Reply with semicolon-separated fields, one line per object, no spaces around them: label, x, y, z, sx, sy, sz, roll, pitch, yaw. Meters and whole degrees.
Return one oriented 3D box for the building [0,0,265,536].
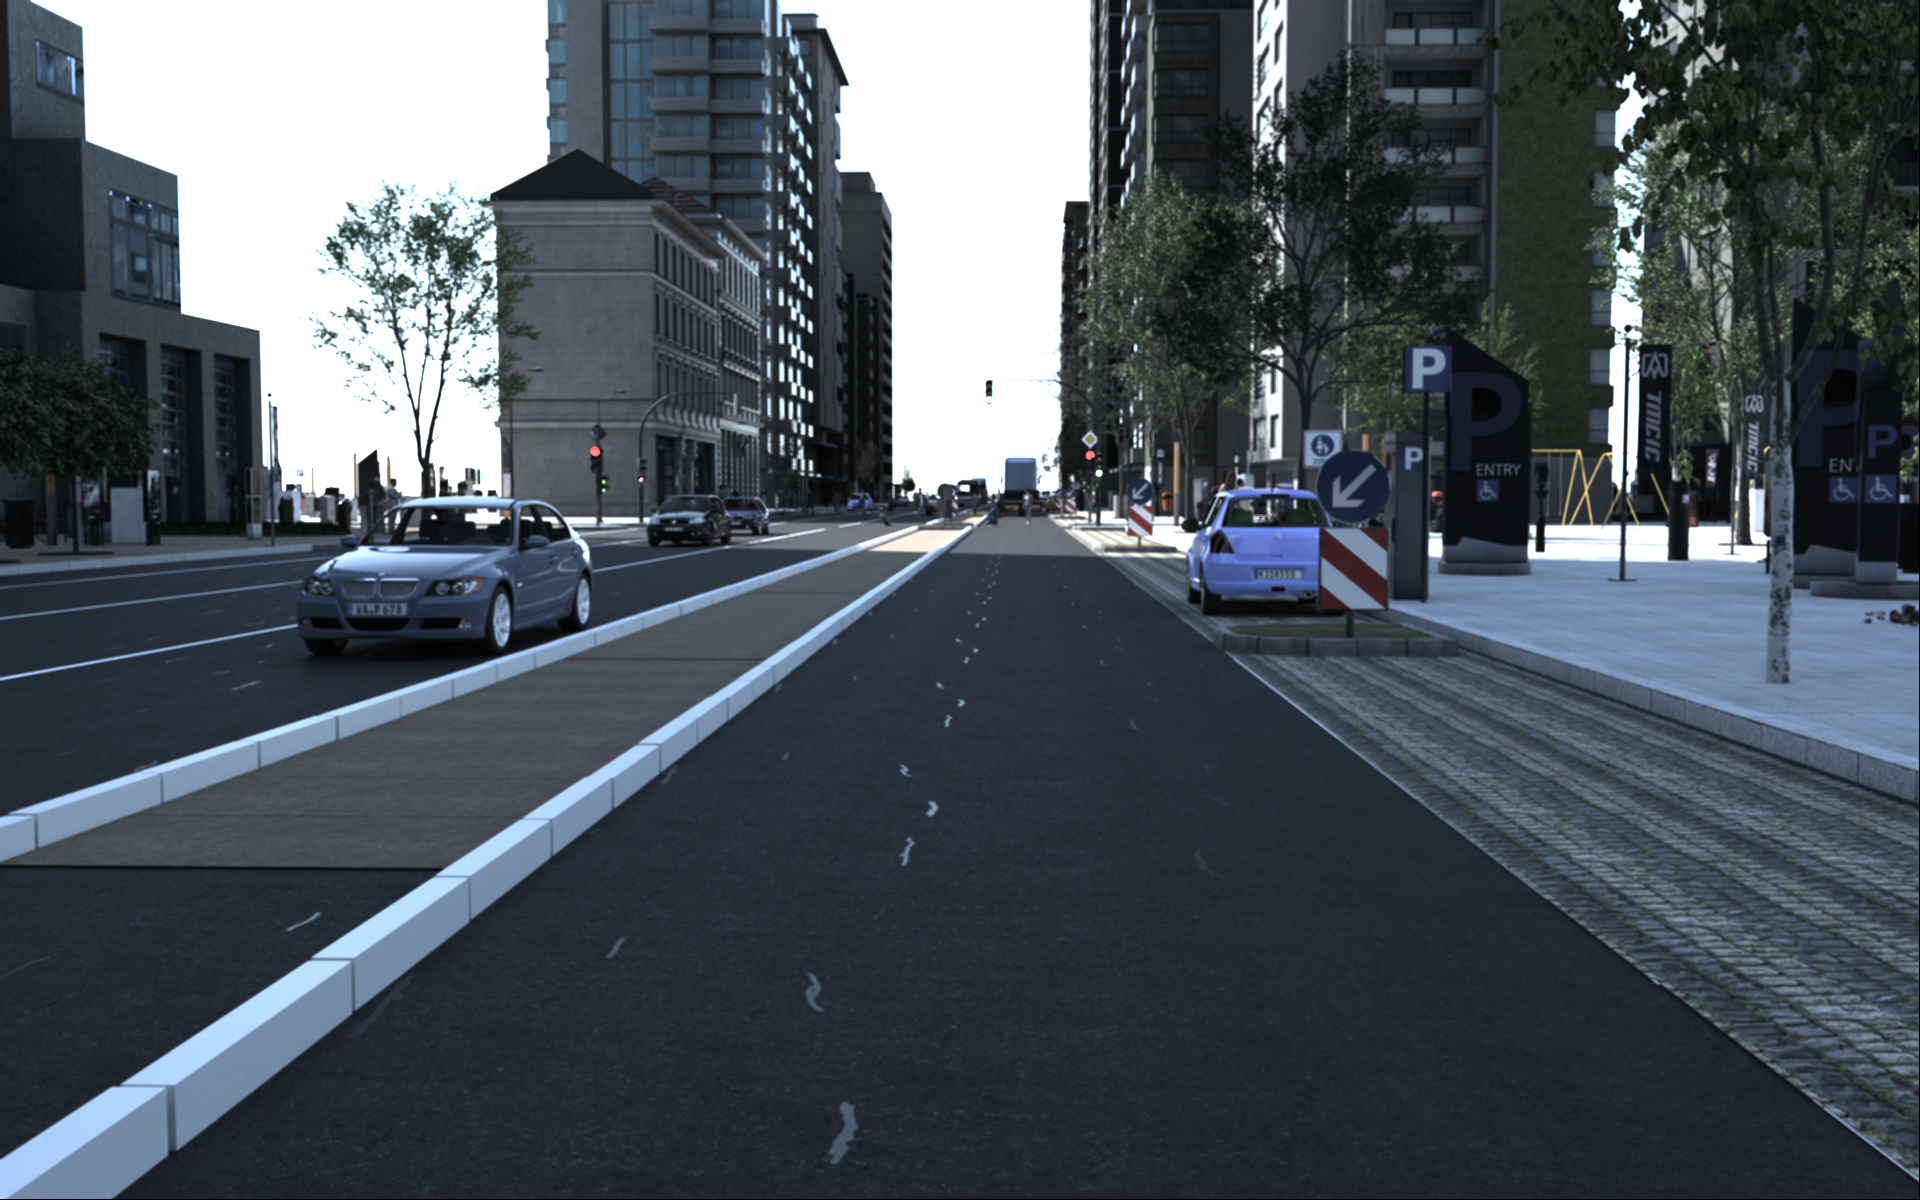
building;-43.273;-45.407;55.081;31.000;86.520;22.319;0;4;2

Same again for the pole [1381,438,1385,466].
pole;15.484;-4.252;63.357;0.158;3.312;0.155;0;3;0

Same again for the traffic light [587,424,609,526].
traffic light;-14.488;-4.914;69.270;0.839;4.253;0.868;0;4;2

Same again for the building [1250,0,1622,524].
building;21.478;-24.286;80.663;14.086;41.232;14.154;0;4;2

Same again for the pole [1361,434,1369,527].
pole;13.778;-3.982;58.944;0.158;3.312;0.155;0;3;0

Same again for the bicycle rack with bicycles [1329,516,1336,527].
bicycle rack with bicycles;10.329;-2.538;54.885;2.852;0.926;2.925;-2;4;-28

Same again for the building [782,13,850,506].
building;-27.828;-37.127;196.271;28.713;52.752;27.495;0;4;2

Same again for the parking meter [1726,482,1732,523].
parking meter;33.730;-4.281;75.701;0.399;1.863;0.255;0;4;5

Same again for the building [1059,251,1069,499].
building;24.495;-39.950;303.300;14.600;45.320;14.200;0;4;2

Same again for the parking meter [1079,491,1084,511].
parking meter;9.050;-7.373;128.954;0.372;1.533;0.369;0;3;0

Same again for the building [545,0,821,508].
building;-26.349;-33.504;167.398;23.786;49.044;30.456;0;4;2

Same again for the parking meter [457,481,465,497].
parking meter;-22.580;-4.446;78.409;0.255;1.863;0.399;0;4;5

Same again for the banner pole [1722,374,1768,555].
banner pole;16.480;-2.833;36.344;0.863;3.779;0.401;0;4;-1

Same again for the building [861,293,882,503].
building;-18.629;-28.955;245.107;14.160;30.474;14.107;0;4;2

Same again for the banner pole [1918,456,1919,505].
banner pole;25.995;-3.449;46.406;0.863;3.779;0.401;3;4;37

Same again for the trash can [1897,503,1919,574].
trash can;15.573;-1.006;28.106;0.748;1.137;0.748;0;3;0

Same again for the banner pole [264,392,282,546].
banner pole;-17.015;-3.239;42.982;0.401;3.779;0.863;0;4;-4

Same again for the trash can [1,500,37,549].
trash can;-22.244;-1.793;40.965;0.748;1.137;0.748;0;3;0

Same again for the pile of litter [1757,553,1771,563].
pile of litter;15.638;-1.099;31.929;1.176;0.858;1.719;-2;4;-29

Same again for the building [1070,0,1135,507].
building;24.335;-47.491;214.725;20.563;71.187;20.611;0;4;2

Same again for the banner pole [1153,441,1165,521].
banner pole;9.230;-5.561;80.946;0.863;3.779;0.401;3;5;44

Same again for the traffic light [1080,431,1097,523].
traffic light;5.731;-5.363;76.598;0.839;4.253;0.868;0;4;2

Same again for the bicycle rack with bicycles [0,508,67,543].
bicycle rack with bicycles;-25.246;-1.980;45.756;2.852;0.926;2.925;1;4;10

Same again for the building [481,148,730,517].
building;-21.624;-15.152;98.637;10.553;20.767;40.483;0;4;2

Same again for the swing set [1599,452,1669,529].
swing set;24.906;-4.122;65.010;2.862;2.851;3.119;0;4;-4

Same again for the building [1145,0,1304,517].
building;18.152;-20.366;104.692;14.160;30.474;14.107;0;4;2

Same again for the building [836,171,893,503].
building;-21.576;-39.090;262.819;21.300;48.544;21.600;0;4;2

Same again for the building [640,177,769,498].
building;-21.093;-18.338;128.710;11.050;23.489;19.941;0;4;2

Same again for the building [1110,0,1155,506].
building;24.074;-31.472;134.169;23.786;49.044;30.456;0;4;2

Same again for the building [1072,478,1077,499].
building;28.829;-30.665;193.247;32.217;40.220;23.993;0;4;2

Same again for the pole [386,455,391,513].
pole;-30.026;-5.945;91.040;0.158;3.312;0.155;0;3;0

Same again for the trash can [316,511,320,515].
trash can;-35.539;-5.181;96.359;0.748;1.137;0.748;0;3;0

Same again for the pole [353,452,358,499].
pole;-29.608;-5.563;84.802;0.158;3.312;0.155;0;3;0

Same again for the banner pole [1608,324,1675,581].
banner pole;10.048;-2.172;25.532;0.863;3.779;0.401;1;4;9

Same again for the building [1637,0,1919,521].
building;46.924;-39.388;82.249;20.611;71.187;20.563;0;4;2

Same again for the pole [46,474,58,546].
pole;-22.489;-2.995;42.819;0.158;3.312;0.155;0;3;0

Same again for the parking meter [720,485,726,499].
parking meter;-14.767;-6.253;107.944;0.255;1.863;0.399;-3;4;-38

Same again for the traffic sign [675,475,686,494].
traffic sign;-15.280;-5.659;94.651;0.606;2.300;0.079;0;4;4

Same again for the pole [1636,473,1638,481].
pole;54.918;-8.976;140.603;0.158;3.312;0.155;0;3;0

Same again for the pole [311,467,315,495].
pole;-48.338;-8.290;129.381;0.158;3.312;0.155;0;3;0

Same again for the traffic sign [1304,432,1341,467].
traffic sign;5.820;-1.573;27.853;0.606;2.300;0.079;1;4;11

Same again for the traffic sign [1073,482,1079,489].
traffic sign;9.991;-9.005;149.353;0.606;2.300;0.079;0;4;5

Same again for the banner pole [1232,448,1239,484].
banner pole;14.983;-6.385;94.418;0.401;3.779;0.863;-1;4;-23

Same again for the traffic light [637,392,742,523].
traffic light;-12.126;-6.272;77.215;4.771;5.953;1.251;0;4;2

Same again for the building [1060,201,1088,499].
building;25.934;-36.568;252.515;22.147;44.769;28.867;0;4;2

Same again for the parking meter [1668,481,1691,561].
parking meter;13.846;-1.526;33.353;0.372;1.533;0.369;0;3;0

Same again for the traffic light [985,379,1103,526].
traffic light;3.369;-5.742;68.546;4.771;5.953;1.251;0;4;2

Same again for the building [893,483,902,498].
building;-25.999;-36.356;286.297;32.217;40.220;23.993;0;4;2

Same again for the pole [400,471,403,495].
pole;-49.499;-9.768;153.543;0.158;3.312;0.155;0;3;0

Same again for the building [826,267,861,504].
building;-20.477;-27.276;217.659;14.160;30.474;14.107;0;4;2

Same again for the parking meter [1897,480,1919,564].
parking meter;17.371;-1.431;31.813;0.372;1.533;0.369;0;3;0

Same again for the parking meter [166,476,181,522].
parking meter;-25.259;-3.053;55.634;0.255;1.863;0.399;2;4;25

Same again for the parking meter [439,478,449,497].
parking meter;-18.913;-3.536;63.528;0.255;1.863;0.399;0;4;1

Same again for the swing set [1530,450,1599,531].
swing set;20.379;-3.895;61.310;3.119;2.851;2.862;0;4;-2

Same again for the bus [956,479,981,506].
bus;1.014;-12.971;206.930;2.948;3.499;13.247;0;4;1

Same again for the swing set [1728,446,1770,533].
swing set;26.817;-3.553;55.719;2.862;2.851;3.119;-1;4;-10

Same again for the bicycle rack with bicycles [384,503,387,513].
bicycle rack with bicycles;-38.606;-6.270;115.894;2.925;0.926;2.852;-1;4;-17

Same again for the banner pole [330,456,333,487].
banner pole;-41.647;-7.632;114.792;0.401;3.779;0.863;-1;4;-12

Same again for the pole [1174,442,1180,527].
pole;8.536;-4.550;68.239;0.158;3.312;0.155;0;3;0

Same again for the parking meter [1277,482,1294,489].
parking meter;7.082;-1.795;37.752;0.372;1.533;0.369;0;3;0
